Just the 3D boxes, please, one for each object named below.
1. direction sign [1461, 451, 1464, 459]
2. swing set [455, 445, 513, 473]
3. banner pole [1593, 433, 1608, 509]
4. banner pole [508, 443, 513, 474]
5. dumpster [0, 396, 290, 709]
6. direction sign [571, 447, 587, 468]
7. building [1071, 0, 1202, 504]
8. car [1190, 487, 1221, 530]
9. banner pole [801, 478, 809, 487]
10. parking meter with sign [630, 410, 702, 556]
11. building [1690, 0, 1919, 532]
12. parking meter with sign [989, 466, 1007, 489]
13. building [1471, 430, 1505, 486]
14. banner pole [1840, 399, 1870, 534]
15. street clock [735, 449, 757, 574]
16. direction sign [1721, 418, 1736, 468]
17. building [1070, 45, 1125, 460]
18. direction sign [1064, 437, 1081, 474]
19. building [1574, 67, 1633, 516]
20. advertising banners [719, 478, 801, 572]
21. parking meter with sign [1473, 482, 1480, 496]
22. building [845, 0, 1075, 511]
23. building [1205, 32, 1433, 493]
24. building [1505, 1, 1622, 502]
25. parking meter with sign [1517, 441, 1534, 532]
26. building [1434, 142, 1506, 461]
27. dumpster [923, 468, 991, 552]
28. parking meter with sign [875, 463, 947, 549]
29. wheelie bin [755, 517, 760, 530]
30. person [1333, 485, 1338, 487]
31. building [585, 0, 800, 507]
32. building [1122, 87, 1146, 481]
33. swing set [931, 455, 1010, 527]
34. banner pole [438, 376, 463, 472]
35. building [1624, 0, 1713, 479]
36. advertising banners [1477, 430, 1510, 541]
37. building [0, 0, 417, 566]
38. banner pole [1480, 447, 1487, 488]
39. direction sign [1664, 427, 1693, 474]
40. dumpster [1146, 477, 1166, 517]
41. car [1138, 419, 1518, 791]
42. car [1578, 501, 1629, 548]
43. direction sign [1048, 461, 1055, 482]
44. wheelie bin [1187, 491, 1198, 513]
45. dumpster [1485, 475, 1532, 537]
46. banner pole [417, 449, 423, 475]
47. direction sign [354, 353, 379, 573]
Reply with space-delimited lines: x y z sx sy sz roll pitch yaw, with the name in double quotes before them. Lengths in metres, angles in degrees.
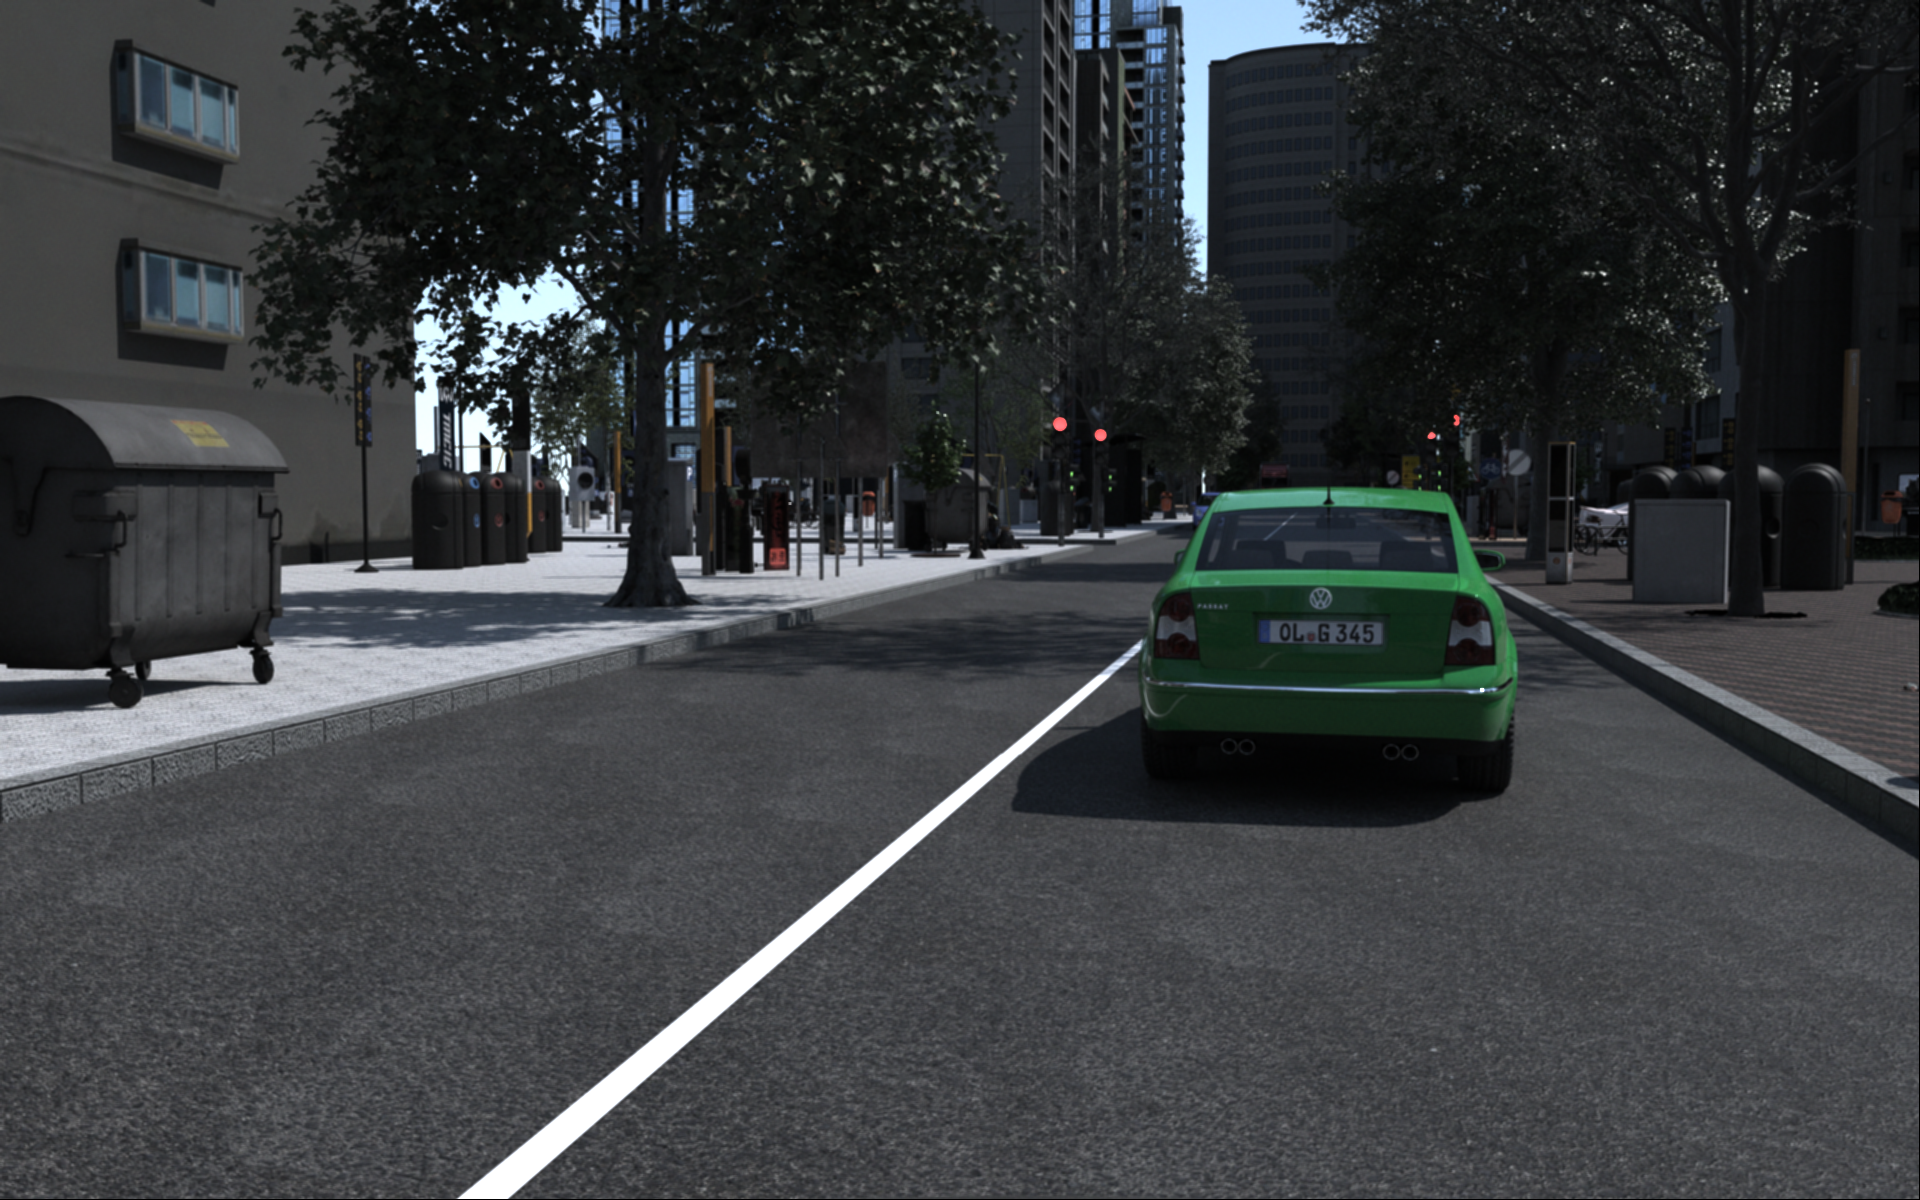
"direction sign" 26.506 -6.137 92.334 0.379 3.537 0.876 -2 4 -31
"swing set" -15.894 -3.588 56.289 3.119 2.851 2.862 2 4 26
"banner pole" 26.277 -4.954 71.023 0.401 3.779 0.863 -2 4 -24
"banner pole" -16.562 -4.589 65.048 0.863 3.779 0.401 -1 4 -12
"dumpster" -5.355 -0.326 11.095 1.264 1.857 1.865 1 4 12
"direction sign" -18.326 -5.586 83.330 0.876 3.537 0.379 2 4 24
"building" 16.697 -56.125 230.322 31.000 86.520 22.319 1 4 12
"car" 10.210 -3.649 69.250 1.945 1.707 3.694 1 4 10
"banner pole" -7.160 -5.426 78.729 0.863 3.779 0.401 -3 5 -43
"parking meter with sign" -5.944 -2.436 36.093 1.738 3.016 0.543 1 4 13
"building" 35.217 -17.772 62.270 14.107 30.474 14.160 1 4 12
"parking meter with sign" 2.077 -6.906 109.170 1.738 3.016 0.543 -1 4 -15
"building" 62.000 -52.068 163.977 22.319 86.520 31.000 1 4 12
"banner pole" 23.769 -3.421 45.958 0.863 3.779 0.401 3 5 44
"street clock" -3.453 -1.432 27.988 0.358 2.002 0.471 1 4 11
"direction sign" 23.156 -3.646 51.603 0.876 3.537 0.379 2 4 30
"building" 6.913 -28.860 155.447 14.154 41.232 14.086 1 4 12
"direction sign" 4.388 -4.698 68.811 0.876 3.537 0.379 1 4 18
"building" 52.230 -24.956 99.911 32.217 40.220 23.993 1 4 12
"advertising banners" -3.111 -2.009 29.037 2.074 3.025 0.090 -3 4 -38
"parking meter with sign" 28.830 -6.154 96.886 1.738 3.016 0.543 -1 4 -20
"building" 0.194 -42.734 136.956 20.563 71.187 20.611 1 4 12
"building" 46.451 -41.763 224.830 28.212 58.520 21.231 1 4 12
"building" 54.303 -36.345 136.245 21.231 58.520 28.212 1 4 12
"parking meter with sign" 18.791 -3.710 56.917 0.543 3.016 1.738 0 4 -2
"building" 75.392 -36.735 220.227 30.456 49.044 23.786 1 4 12
"dumpster" -0.076 -2.008 38.590 1.264 1.857 1.865 1 4 12
"parking meter with sign" -1.172 -2.707 40.526 1.738 3.016 0.543 -1 4 -20
"wheelie bin" -6.874 -3.264 61.279 0.980 1.594 0.693 1 4 14
"person" 15.817 -3.932 72.965 0.419 1.800 0.721 1 4 17
"building" -24.470 -53.385 185.519 31.000 86.520 22.319 1 4 12
"building" 5.091 -32.252 181.937 28.867 44.769 22.147 1 4 12
"swing set" 0.188 -4.345 68.665 3.119 2.851 2.862 -1 4 -10
"banner pole" -9.527 -2.602 32.560 0.401 3.779 0.863 1 4 23
"building" 37.760 -25.995 75.125 14.600 45.320 14.200 1 4 12
"advertising banners" 14.780 -3.168 47.987 0.090 3.025 2.074 0 4 -5
"building" -23.552 -24.592 25.785 21.600 48.544 21.300 1 4 12
"banner pole" 27.643 -6.207 91.493 0.401 3.779 0.863 3 5 41
"direction sign" 24.408 -4.094 58.933 0.876 3.537 0.379 2 4 31
"dumpster" 11.202 -5.794 97.223 1.502 2.255 1.985 1 4 12
"car" 2.126 -0.066 9.869 1.959 1.807 4.718 1 4 14
"car" 18.240 -1.936 44.010 4.827 1.381 2.083 1 4 12
"direction sign" 6.392 -7.866 120.602 0.379 3.537 0.876 2 4 34
"wheelie bin" 16.078 -6.846 119.841 0.693 1.594 0.980 0 4 -5
"dumpster" 16.601 -2.852 52.393 1.264 1.857 1.865 1 4 12
"banner pole" -26.842 -5.824 85.236 0.863 3.779 0.401 -2 4 -27
"direction sign" -9.753 -2.224 28.356 0.379 3.537 0.876 0 4 -4
